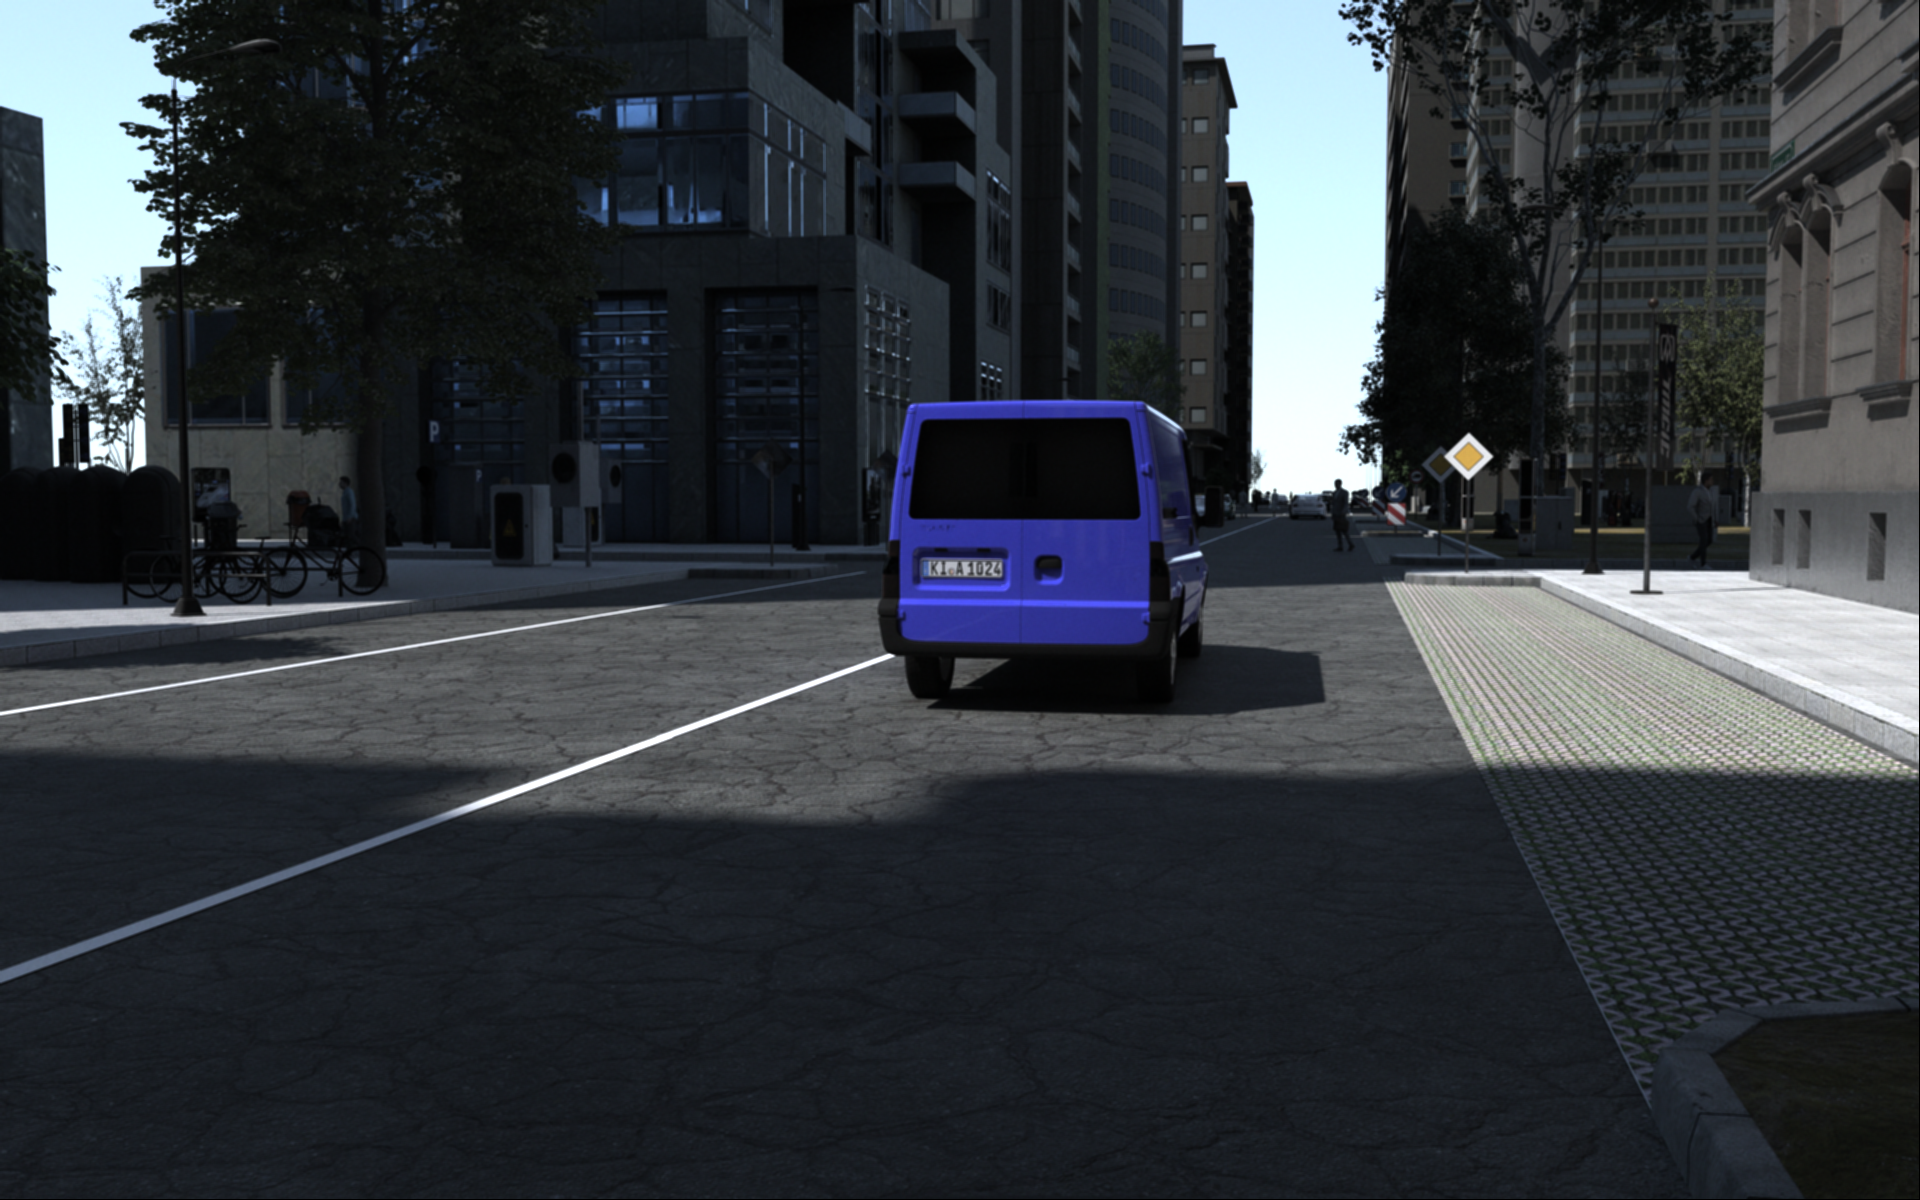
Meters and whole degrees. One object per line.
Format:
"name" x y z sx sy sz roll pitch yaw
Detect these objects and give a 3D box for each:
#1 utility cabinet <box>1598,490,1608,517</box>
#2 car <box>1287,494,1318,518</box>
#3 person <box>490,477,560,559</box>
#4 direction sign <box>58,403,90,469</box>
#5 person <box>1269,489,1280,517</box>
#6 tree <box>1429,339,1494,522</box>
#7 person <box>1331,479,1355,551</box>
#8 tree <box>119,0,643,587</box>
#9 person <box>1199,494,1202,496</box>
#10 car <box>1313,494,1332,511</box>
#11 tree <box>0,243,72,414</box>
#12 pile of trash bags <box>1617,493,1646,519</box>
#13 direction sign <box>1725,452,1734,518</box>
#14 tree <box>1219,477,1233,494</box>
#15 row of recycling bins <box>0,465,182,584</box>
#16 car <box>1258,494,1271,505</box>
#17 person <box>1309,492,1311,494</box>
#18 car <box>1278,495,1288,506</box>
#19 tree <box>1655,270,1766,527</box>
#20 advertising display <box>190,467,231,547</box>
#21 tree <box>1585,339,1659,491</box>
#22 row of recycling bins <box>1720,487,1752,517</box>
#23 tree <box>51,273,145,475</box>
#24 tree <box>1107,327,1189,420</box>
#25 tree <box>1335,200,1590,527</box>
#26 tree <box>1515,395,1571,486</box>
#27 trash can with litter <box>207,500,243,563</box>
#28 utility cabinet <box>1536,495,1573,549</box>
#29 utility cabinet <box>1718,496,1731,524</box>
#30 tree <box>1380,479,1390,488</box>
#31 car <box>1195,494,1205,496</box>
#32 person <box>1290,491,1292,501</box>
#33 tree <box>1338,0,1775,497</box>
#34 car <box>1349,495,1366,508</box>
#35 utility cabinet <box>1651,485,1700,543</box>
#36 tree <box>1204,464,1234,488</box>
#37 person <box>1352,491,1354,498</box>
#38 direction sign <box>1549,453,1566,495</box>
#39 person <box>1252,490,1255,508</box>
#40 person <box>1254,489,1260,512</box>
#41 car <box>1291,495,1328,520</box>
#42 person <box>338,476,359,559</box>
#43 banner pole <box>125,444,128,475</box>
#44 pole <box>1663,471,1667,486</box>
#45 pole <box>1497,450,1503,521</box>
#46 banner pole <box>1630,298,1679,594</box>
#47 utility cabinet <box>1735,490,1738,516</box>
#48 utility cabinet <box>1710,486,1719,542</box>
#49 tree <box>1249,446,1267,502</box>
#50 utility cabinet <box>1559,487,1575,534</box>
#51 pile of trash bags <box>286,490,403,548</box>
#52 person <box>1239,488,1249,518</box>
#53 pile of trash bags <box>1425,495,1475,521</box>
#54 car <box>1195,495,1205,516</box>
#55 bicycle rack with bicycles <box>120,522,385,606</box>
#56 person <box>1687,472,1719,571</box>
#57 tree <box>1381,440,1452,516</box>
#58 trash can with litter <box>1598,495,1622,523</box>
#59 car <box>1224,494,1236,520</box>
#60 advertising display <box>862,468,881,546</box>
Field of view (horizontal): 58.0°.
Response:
"utility cabinet" 35.016 -5.219 94.002 1.173 1.500 0.318 -1 4 -20
"car" 20.711 -5.780 104.294 2.009 1.686 4.222 1 4 11
"person" -9.658 -1.802 38.176 1.509 1.804 0.699 1 4 18
"direction sign" -22.133 -3.146 43.439 0.876 3.537 0.379 1 4 23
"person" 19.618 -6.074 108.165 0.694 1.780 0.624 3 5 40
"tree" 22.233 -7.849 78.694 4.737 8.622 4.395 0 3 0
"person" 9.560 -2.140 43.602 0.853 1.813 0.709 -2 4 -35
"tree" -7.942 -6.477 24.026 7.486 12.596 7.792 0 3 0
"person" 16.233 -6.468 117.467 0.599 1.433 0.991 2 4 33
"car" 30.212 -8.186 145.635 2.131 1.459 4.920 1 4 12
"tree" -9.402 -1.883 14.504 4.285 4.588 4.351 0 3 0
"pile of trash bags" 35.445 -4.968 90.977 3.447 1.369 1.912 -2 4 -31
"direction sign" 41.300 -6.179 93.024 0.876 3.537 0.379 -3 5 -41
"tree" 27.621 -11.488 182.430 1.663 3.219 1.824 0 3 0
"row of recycling bins" -12.836 -1.124 25.492 3.534 1.692 1.069 2 4 27
"car" 38.766 -12.954 221.586 2.009 1.686 4.222 1 4 13
"person" 42.594 -12.294 210.223 0.721 1.743 1.217 -1 4 -22
"car" 39.622 -12.349 214.262 2.083 1.381 4.827 1 4 12
"tree" 24.995 -6.581 57.963 4.737 8.622 4.395 0 3 0
"advertising display" -18.261 -2.265 42.239 0.123 1.923 0.974 2 4 35
"tree" 32.049 -8.124 83.191 4.360 8.622 3.978 0 3 0
"row of recycling bins" 43.772 -5.399 95.382 3.534 1.692 1.069 2 4 26
"tree" -27.332 -6.480 56.315 4.360 8.622 3.978 0 3 0
"tree" 10.525 -11.113 107.451 9.928 11.665 9.643 0 3 0
"tree" 19.585 -9.214 67.658 9.611 12.733 9.660 0 3 0
"tree" 33.697 -9.279 102.066 4.360 8.622 3.978 0 3 0
"trash can with litter" -13.779 -1.291 32.497 0.624 1.170 1.055 -1 4 -22
"utility cabinet" 13.689 -1.778 40.229 1.020 1.237 0.306 -1 4 -9
"utility cabinet" 32.512 -3.864 74.342 1.020 1.237 0.306 2 4 31
"tree" 47.192 -12.032 191.326 1.663 3.219 1.824 0 3 0
"car" 17.162 -6.996 123.188 1.959 1.807 4.718 1 4 10
"person" 45.706 -14.109 239.275 0.705 1.812 1.348 1 4 16
"tree" 17.009 -11.630 46.039 12.611 20.169 13.585 0 3 0
"car" 41.052 -10.127 178.154 1.945 1.354 3.894 1 4 12
"utility cabinet" 18.475 -2.209 44.794 1.173 1.500 0.318 1 4 18
"tree" 27.740 -12.396 186.395 4.285 4.588 4.351 0 3 0
"person" 50.388 -13.039 221.779 0.705 1.812 1.348 2 4 24
"direction sign" 33.231 -6.382 96.349 0.876 3.537 0.379 2 4 29
"person" 30.396 -10.452 179.472 0.705 1.814 1.350 0 4 0
"person" 24.156 -8.105 141.028 0.705 1.823 1.348 0 4 -8
"car" 19.808 -5.252 98.229 2.083 1.381 4.827 1 4 14
"person" -13.315 -1.800 37.943 0.620 1.820 0.660 -2 4 -35
"banner pole" -41.487 -5.892 86.352 0.401 3.779 0.863 -3 4 -37
"pole" 39.437 -6.306 96.951 0.158 3.312 0.155 0 3 0
"pole" 22.637 -4.818 72.616 0.158 3.312 0.155 0 3 0
"banner pole" 9.029 -1.979 22.370 0.863 3.779 0.401 -3 5 -40
"utility cabinet" 44.387 -5.454 97.857 1.173 1.500 0.318 -1 4 -17
"utility cabinet" 19.343 -2.247 45.409 1.173 1.500 0.318 -2 4 -28
"tree" 45.589 -19.439 268.183 4.737 8.622 4.395 0 3 0
"utility cabinet" 19.427 -2.865 55.519 0.318 1.500 1.173 1 4 9
"pile of trash bags" -15.323 -2.000 42.458 3.447 1.369 1.912 2 4 32
"person" 17.178 -5.893 104.953 0.635 1.810 0.391 2 4 34
"pile of trash bags" 24.219 -4.574 84.545 1.912 1.369 3.447 3 5 41
"car" 10.670 -4.083 79.121 2.083 1.381 4.827 1 4 14
"bicycle rack with bicycles" -8.850 -0.465 20.982 2.925 0.926 2.852 0 4 8
"person" 13.927 -1.482 32.577 0.661 1.843 0.795 -2 4 -23
"tree" 28.654 -7.790 111.084 4.285 4.588 4.351 0 3 0
"trash can with litter" 29.424 -4.119 78.404 1.678 1.210 2.233 0 4 -5
"car" 14.395 -5.202 96.854 2.131 1.459 4.920 1 4 13
"advertising display" -2.189 -2.300 42.821 0.123 1.923 0.974 1 4 18
